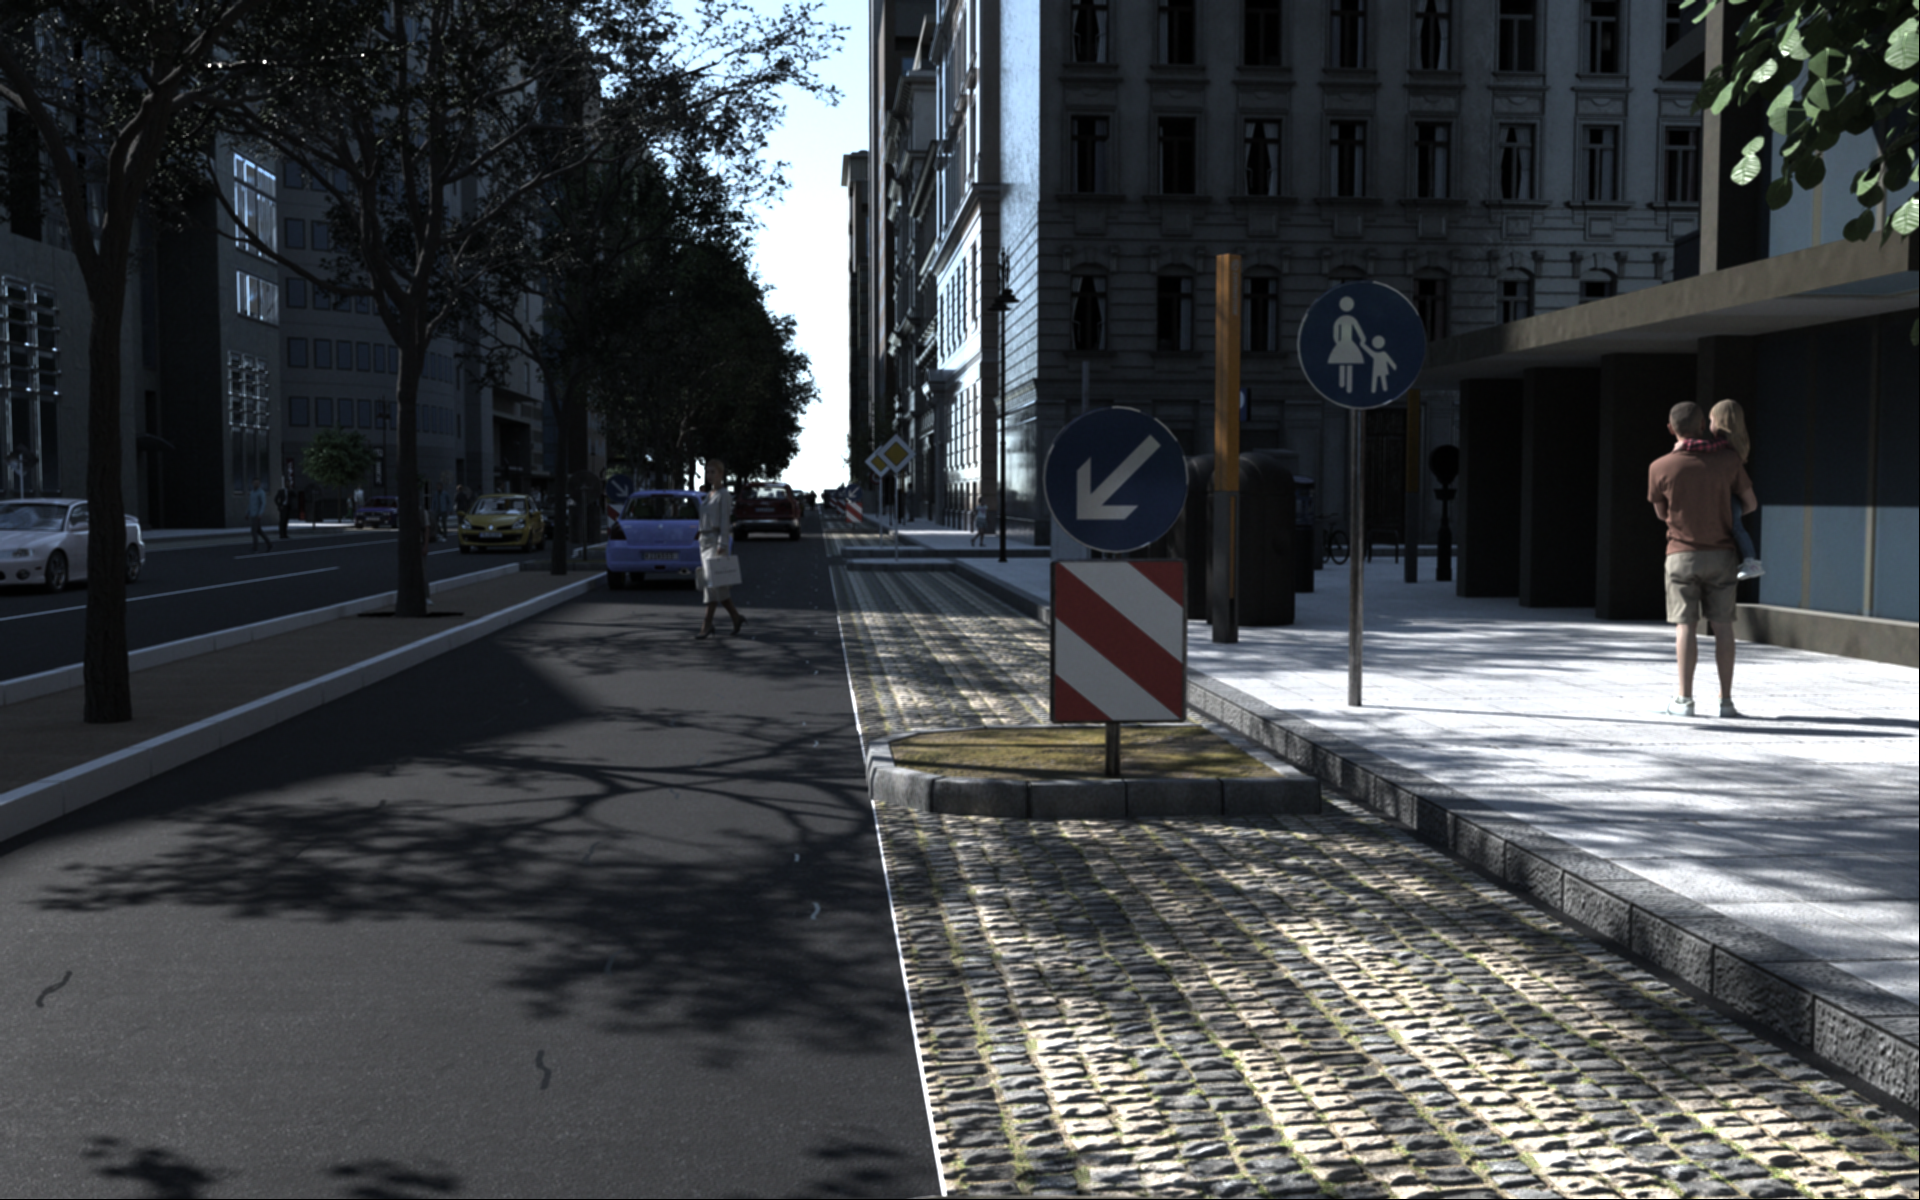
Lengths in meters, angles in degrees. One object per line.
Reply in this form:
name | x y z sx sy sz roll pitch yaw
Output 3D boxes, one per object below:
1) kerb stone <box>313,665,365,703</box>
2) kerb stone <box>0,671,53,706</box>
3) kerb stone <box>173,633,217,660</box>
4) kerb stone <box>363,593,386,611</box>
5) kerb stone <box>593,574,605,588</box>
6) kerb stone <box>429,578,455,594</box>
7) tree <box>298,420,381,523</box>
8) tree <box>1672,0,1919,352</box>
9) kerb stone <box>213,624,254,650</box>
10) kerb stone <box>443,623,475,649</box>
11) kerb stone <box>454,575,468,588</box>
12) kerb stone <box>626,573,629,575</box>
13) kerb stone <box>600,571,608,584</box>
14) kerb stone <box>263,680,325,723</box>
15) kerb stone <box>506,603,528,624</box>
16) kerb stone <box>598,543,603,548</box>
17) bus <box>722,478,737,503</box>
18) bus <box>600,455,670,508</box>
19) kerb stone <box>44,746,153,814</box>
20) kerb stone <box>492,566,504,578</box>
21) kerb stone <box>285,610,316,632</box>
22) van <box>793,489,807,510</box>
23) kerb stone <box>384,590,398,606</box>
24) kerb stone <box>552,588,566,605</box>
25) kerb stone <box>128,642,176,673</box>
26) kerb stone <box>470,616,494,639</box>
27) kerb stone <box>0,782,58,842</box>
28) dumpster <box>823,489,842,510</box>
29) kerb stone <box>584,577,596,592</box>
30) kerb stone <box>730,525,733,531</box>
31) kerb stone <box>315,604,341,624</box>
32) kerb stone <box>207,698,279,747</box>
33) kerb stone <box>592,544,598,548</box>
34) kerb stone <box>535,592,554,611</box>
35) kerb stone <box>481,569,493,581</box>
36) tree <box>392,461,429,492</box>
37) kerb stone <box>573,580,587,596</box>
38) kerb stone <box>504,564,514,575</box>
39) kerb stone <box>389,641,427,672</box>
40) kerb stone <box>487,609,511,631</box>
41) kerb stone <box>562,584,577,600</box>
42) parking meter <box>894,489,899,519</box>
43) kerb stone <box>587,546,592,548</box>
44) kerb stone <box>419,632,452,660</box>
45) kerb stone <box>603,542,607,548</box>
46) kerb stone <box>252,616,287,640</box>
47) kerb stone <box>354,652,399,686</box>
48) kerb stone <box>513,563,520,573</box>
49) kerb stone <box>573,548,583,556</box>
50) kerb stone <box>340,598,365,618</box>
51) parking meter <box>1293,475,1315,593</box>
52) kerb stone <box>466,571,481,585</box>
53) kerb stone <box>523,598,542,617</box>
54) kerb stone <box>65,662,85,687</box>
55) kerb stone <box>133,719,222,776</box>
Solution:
kerb stone | -4.443 0.605 12.321 0.120 0.150 1.000 0 4 -5
kerb stone | -6.541 0.617 12.179 0.120 0.150 1.000 0 4 -5
kerb stone | -6.801 0.425 15.242 0.120 0.150 1.000 0 4 -5
kerb stone | -7.306 0.050 21.374 0.120 0.150 1.000 0 4 -5
kerb stone | -5.629 -0.270 26.636 0.120 0.150 1.000 0 4 -5
kerb stone | -7.633 -0.199 25.456 0.120 0.150 1.000 0 4 -5
tree | -27.237 -5.645 76.009 4.285 4.588 4.351 0 3 0
tree | 3.541 -1.237 3.943 4.285 4.588 4.351 0 3 0
kerb stone | -6.879 0.363 16.262 0.120 0.150 1.000 0 4 -5
kerb stone | -4.781 0.354 16.401 0.120 0.150 1.000 0 4 -5
kerb stone | -7.723 -0.258 26.474 0.120 0.150 1.000 0 4 -5
kerb stone | -6.061 -0.584 31.741 0.120 0.150 1.000 0 4 -5
kerb stone | -5.719 -0.334 27.658 0.120 0.150 1.000 0 4 -5
kerb stone | -4.365 0.667 11.296 0.120 0.150 1.000 0 4 -5
kerb stone | -5.034 0.167 19.476 0.120 0.150 1.000 0 4 -5
kerb stone | -9.124 -1.296 43.386 0.120 0.150 1.000 0 4 -5
bus | -30.194 -14.447 231.070 2.948 3.499 13.247 0 4 -5
bus | -19.980 -7.099 107.622 2.896 3.916 12.252 0 4 -3
kerb stone | -4.107 0.854 8.240 0.120 0.150 1.000 0 4 -5
kerb stone | -7.978 -0.448 29.548 0.120 0.150 1.000 0 4 -5
kerb stone | -7.047 0.237 18.313 0.120 0.150 1.000 0 4 -5
van | -15.154 -9.347 159.842 2.013 2.044 4.112 0 4 -5
kerb stone | -7.390 -0.012 22.395 0.120 0.150 1.000 0 4 -5
kerb stone | -5.298 -0.020 22.549 0.120 0.150 1.000 0 4 -5
kerb stone | -6.711 0.488 14.224 0.120 0.150 1.000 0 4 -5
kerb stone | -4.869 0.298 17.438 0.120 0.150 1.000 0 4 -5
kerb stone | -4.021 0.916 7.221 0.120 0.150 1.000 0 4 -5
dumpster | -10.740 -8.524 147.578 1.865 1.857 1.264 0 4 -6
kerb stone | -5.550 -0.209 25.617 0.120 0.150 1.000 0 4 -5
kerb stone | -9.402 -3.052 72.100 0.120 0.150 1.000 0 4 -5
kerb stone | -7.133 0.180 19.331 0.120 0.150 1.000 0 4 -5
kerb stone | -4.276 0.729 10.277 0.120 0.150 1.000 0 4 -5
kerb stone | -9.050 -1.227 42.363 0.120 0.150 1.000 0 4 -5
kerb stone | -5.211 0.041 21.519 0.120 0.150 1.000 0 4 -5
kerb stone | -7.894 -0.387 28.521 0.120 0.150 1.000 0 4 -5
tree | -27.241 -5.601 86.173 1.663 3.219 1.824 0 3 0
kerb stone | -5.465 -0.147 24.598 0.120 0.150 1.000 0 4 -5
kerb stone | -8.066 -0.512 30.566 0.120 0.150 1.000 0 4 -5
kerb stone | -4.614 0.481 14.361 0.120 0.150 1.000 0 4 -5
kerb stone | -4.958 0.231 18.457 0.120 0.150 1.000 0 4 -5
kerb stone | -5.383 -0.084 23.574 0.120 0.150 1.000 0 4 -5
parking meter | -3.166 -4.868 88.008 0.372 1.533 0.369 0 3 0
kerb stone | -8.965 -1.170 41.336 0.120 0.150 1.000 0 4 -5
kerb stone | -4.701 0.418 15.379 0.120 0.150 1.000 0 4 -5
kerb stone | -9.216 -1.357 44.415 0.120 0.150 1.000 0 4 -5
kerb stone | -6.958 0.300 17.292 0.120 0.150 1.000 0 4 -5
kerb stone | -4.524 0.541 13.342 0.120 0.150 1.000 0 4 -5
kerb stone | -8.154 -0.574 31.586 0.120 0.150 1.000 0 4 -5
kerb stone | -8.871 -1.108 40.306 0.120 0.150 1.000 0 4 -5
kerb stone | -7.219 0.114 20.355 0.120 0.150 1.000 0 4 -5
parking meter | 4.442 -0.870 22.628 0.372 1.533 0.369 0 3 0
kerb stone | -7.812 -0.325 27.502 0.120 0.150 1.000 0 4 -5
kerb stone | -5.120 0.108 20.499 0.120 0.150 1.000 0 4 -5
kerb stone | -6.630 0.552 13.197 0.120 0.150 1.000 0 4 -5
kerb stone | -4.192 0.791 9.258 0.120 0.150 1.000 0 4 -5
